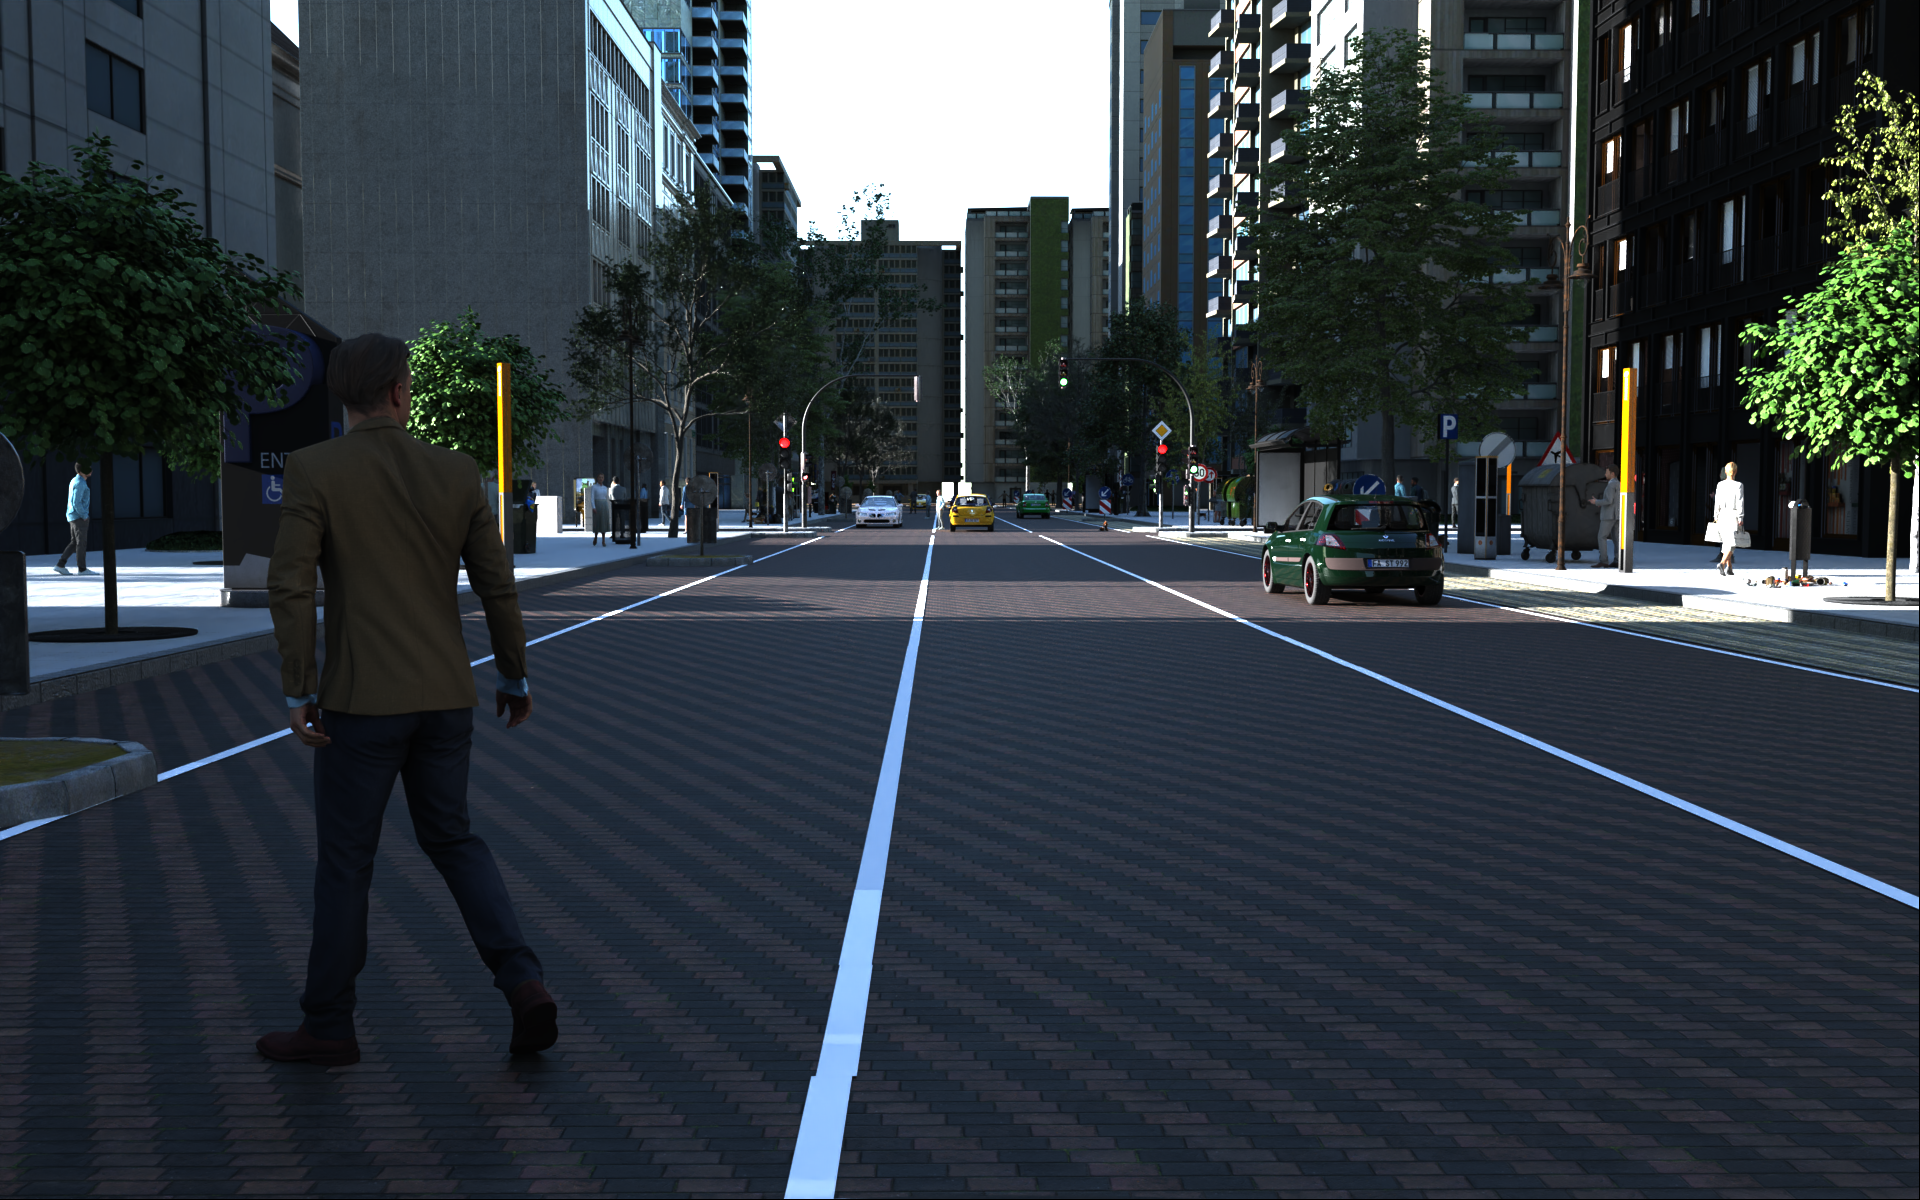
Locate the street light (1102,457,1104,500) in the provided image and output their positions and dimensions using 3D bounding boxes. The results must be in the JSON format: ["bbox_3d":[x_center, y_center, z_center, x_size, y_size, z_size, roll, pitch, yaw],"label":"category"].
[{"bbox_3d":[9.227,-8.485,111.517,0.468,5.910,1.993,0,4,-1],"label":"street light"}]

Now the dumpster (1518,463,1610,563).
[{"bbox_3d":[11.471,-1.655,32.810,1.264,1.857,1.865,0,4,-1],"label":"dumpster"}]

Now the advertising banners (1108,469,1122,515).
[{"bbox_3d":[9.765,-6.883,108.728,0.090,3.025,2.074,2,4,29],"label":"advertising banners"}]

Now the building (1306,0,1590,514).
[{"bbox_3d":[24.792,-24.335,81.466,14.086,41.232,14.154,0,4,-1],"label":"building"}]

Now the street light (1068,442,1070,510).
[{"bbox_3d":[8.866,-10.279,140.848,0.468,5.910,1.993,0,4,-1],"label":"street light"}]

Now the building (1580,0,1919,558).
[{"bbox_3d":[24.303,-12.989,42.047,12.332,23.373,15.834,0,4,-1],"label":"building"}]

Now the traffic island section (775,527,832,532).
[{"bbox_3d":[-5.943,-2.674,65.999,2.009,0.180,2.903,0,4,-1],"label":"traffic island section"}]

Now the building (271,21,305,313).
[{"bbox_3d":[-38.660,-15.235,77.968,19.941,23.489,11.050,0,4,-1],"label":"building"}]

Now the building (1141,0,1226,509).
[{"bbox_3d":[24.424,-31.105,158.670,14.600,45.320,14.200,0,4,-1],"label":"building"}]

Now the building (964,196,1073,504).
[{"bbox_3d":[7.662,-34.020,239.815,14.086,41.232,14.154,0,4,-1],"label":"building"}]

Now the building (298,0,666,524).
[{"bbox_3d":[-21.844,-16.212,83.087,12.078,24.808,19.932,0,4,-1],"label":"building"}]

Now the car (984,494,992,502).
[{"bbox_3d":[2.492,-10.767,188.044,2.014,1.417,4.499,0,4,-1],"label":"car"}]

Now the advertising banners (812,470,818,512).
[{"bbox_3d":[-10.507,-7.966,126.429,0.090,3.025,2.074,1,4,9],"label":"advertising banners"}]

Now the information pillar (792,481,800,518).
[{"bbox_3d":[-8.759,-5.388,92.583,0.304,2.012,0.304,2,4,28],"label":"information pillar"}]

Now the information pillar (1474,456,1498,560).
[{"bbox_3d":[10.250,-1.789,33.750,0.304,2.012,0.304,-2,4,-32],"label":"information pillar"}]

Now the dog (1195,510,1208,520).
[{"bbox_3d":[12.024,-4.241,86.169,0.540,0.507,0.406,-2,4,-27],"label":"dog"}]

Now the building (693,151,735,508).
[{"bbox_3d":[-24.782,-20.296,125.346,14.314,27.812,24.014,0,4,-1],"label":"building"}]

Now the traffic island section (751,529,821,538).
[{"bbox_3d":[-5.853,-2.186,58.015,2.009,0.180,2.903,0,4,-1],"label":"traffic island section"}]

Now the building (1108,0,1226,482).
[{"bbox_3d":[27.251,-39.911,194.542,21.231,58.520,28.212,0,4,-1],"label":"building"}]

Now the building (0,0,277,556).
[{"bbox_3d":[-29.599,-36.764,39.338,20.611,71.187,20.563,0,4,-1],"label":"building"}]

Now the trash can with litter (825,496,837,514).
[{"bbox_3d":[-8.349,-6.075,110.712,1.055,1.170,0.624,3,4,36],"label":"trash can with litter"}]

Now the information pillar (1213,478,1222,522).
[{"bbox_3d":[11.665,-4.521,78.409,0.304,2.012,0.304,-1,4,-14],"label":"information pillar"}]

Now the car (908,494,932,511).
[{"bbox_3d":[-3.329,-8.228,144.755,2.015,1.641,3.980,0,4,-1],"label":"car"}]

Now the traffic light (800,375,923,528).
[{"bbox_3d":[-3.812,-5.581,65.924,4.771,5.953,1.251,0,4,-1],"label":"traffic light"}]

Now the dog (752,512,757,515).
[{"bbox_3d":[-12.447,-5.274,103.961,0.550,0.427,0.748,-2,4,-25],"label":"dog"}]

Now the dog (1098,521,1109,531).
[{"bbox_3d":[5.498,-2.865,67.040,0.748,0.427,0.550,-1,4,-21],"label":"dog"}]

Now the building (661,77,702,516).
[{"bbox_3d":[-23.308,-19.391,102.939,13.634,28.700,20.117,0,4,-1],"label":"building"}]

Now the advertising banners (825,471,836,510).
[{"bbox_3d":[-10.095,-8.221,130.607,2.074,3.025,0.090,3,4,38],"label":"advertising banners"}]

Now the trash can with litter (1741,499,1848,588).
[{"bbox_3d":[11.665,-0.825,24.550,1.678,1.210,2.233,3,5,44],"label":"trash can with litter"}]

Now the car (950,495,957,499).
[{"bbox_3d":[-0.246,-12.083,210.132,1.945,1.354,3.894,0,3,0],"label":"car"}]

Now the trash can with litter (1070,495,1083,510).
[{"bbox_3d":[9.664,-7.744,137.667,1.678,1.210,2.233,-3,5,-41],"label":"trash can with litter"}]

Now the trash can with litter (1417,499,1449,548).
[{"bbox_3d":[11.197,-1.823,41.185,0.624,1.170,1.055,3,5,40],"label":"trash can with litter"}]

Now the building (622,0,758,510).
[{"bbox_3d":[-29.181,-51.535,155.275,22.319,86.520,31.000,0,4,-1],"label":"building"}]

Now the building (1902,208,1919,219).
[{"bbox_3d":[23.724,-11.945,24.182,11.050,23.489,19.941,0,4,-1],"label":"building"}]

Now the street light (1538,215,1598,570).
[{"bbox_3d":[10.139,-3.441,29.045,0.468,5.910,1.993,0,4,-1],"label":"street light"}]

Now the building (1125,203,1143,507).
[{"bbox_3d":[23.376,-24.593,173.804,14.160,30.474,14.107,0,4,-1],"label":"building"}]

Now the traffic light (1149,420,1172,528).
[{"bbox_3d":[7.657,-4.716,66.034,0.839,4.253,0.868,0,4,-1],"label":"traffic light"}]

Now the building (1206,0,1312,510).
[{"bbox_3d":[29.905,-28.836,126.092,22.147,44.769,28.867,0,4,-1],"label":"building"}]

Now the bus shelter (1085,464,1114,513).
[{"bbox_3d":[9.434,-7.544,117.263,2.014,3.302,5.546,0,4,-1],"label":"bus shelter"}]

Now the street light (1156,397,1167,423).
[{"bbox_3d":[9.555,-6.689,82.156,0.468,5.910,1.993,0,4,-1],"label":"street light"}]

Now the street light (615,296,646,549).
[{"bbox_3d":[-7.685,-4.145,40.551,0.468,5.910,1.993,0,4,-1],"label":"street light"}]

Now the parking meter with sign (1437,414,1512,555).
[{"bbox_3d":[11.044,-2.496,37.074,0.543,3.016,1.738,-2,4,-31],"label":"parking meter with sign"}]

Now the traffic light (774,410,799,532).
[{"bbox_3d":[-5.813,-4.218,57.881,0.839,4.253,0.868,0,4,-1],"label":"traffic light"}]

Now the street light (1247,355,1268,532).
[{"bbox_3d":[9.863,-5.194,57.710,0.468,5.910,1.993,0,4,-1],"label":"street light"}]

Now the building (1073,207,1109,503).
[{"bbox_3d":[22.123,-34.025,239.909,14.086,41.232,14.154,0,4,-1],"label":"building"}]

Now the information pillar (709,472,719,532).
[{"bbox_3d":[-8.349,-3.321,58.787,0.304,2.012,0.304,0,4,-6],"label":"information pillar"}]

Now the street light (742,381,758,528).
[{"bbox_3d":[-8.005,-5.706,66.085,0.468,5.910,1.993,0,4,-1],"label":"street light"}]

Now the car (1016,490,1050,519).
[{"bbox_3d":[4.297,-5.713,102.210,1.959,1.807,4.718,0,4,-2],"label":"car"}]

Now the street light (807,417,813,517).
[{"bbox_3d":[-8.265,-7.490,95.252,0.468,5.910,1.993,0,4,-1],"label":"street light"}]

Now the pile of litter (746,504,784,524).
[{"bbox_3d":[-8.381,-3.708,74.590,1.719,0.858,1.176,-1,4,-21],"label":"pile of litter"}]

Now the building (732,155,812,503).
[{"bbox_3d":[-30.105,-30.623,192.564,23.993,40.220,32.217,0,4,-1],"label":"building"}]

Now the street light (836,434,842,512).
[{"bbox_3d":[-8.642,-9.243,123.916,0.468,5.910,1.993,0,4,-1],"label":"street light"}]

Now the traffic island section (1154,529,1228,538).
[{"bbox_3d":[7.788,-2.195,58.164,2.009,0.180,2.903,0,4,-1],"label":"traffic island section"}]

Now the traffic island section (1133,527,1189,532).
[{"bbox_3d":[7.697,-2.683,66.149,2.009,0.180,2.903,0,4,-1],"label":"traffic island section"}]

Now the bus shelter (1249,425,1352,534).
[{"bbox_3d":[10.422,-3.647,53.551,2.014,3.302,5.546,0,4,-1],"label":"bus shelter"}]

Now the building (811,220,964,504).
[{"bbox_3d":[-11.473,-34.025,248.193,23.993,40.220,32.217,0,4,-1],"label":"building"}]

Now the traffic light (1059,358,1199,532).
[{"bbox_3d":[5.657,-5.090,57.885,4.771,5.953,1.251,0,4,-1],"label":"traffic light"}]
